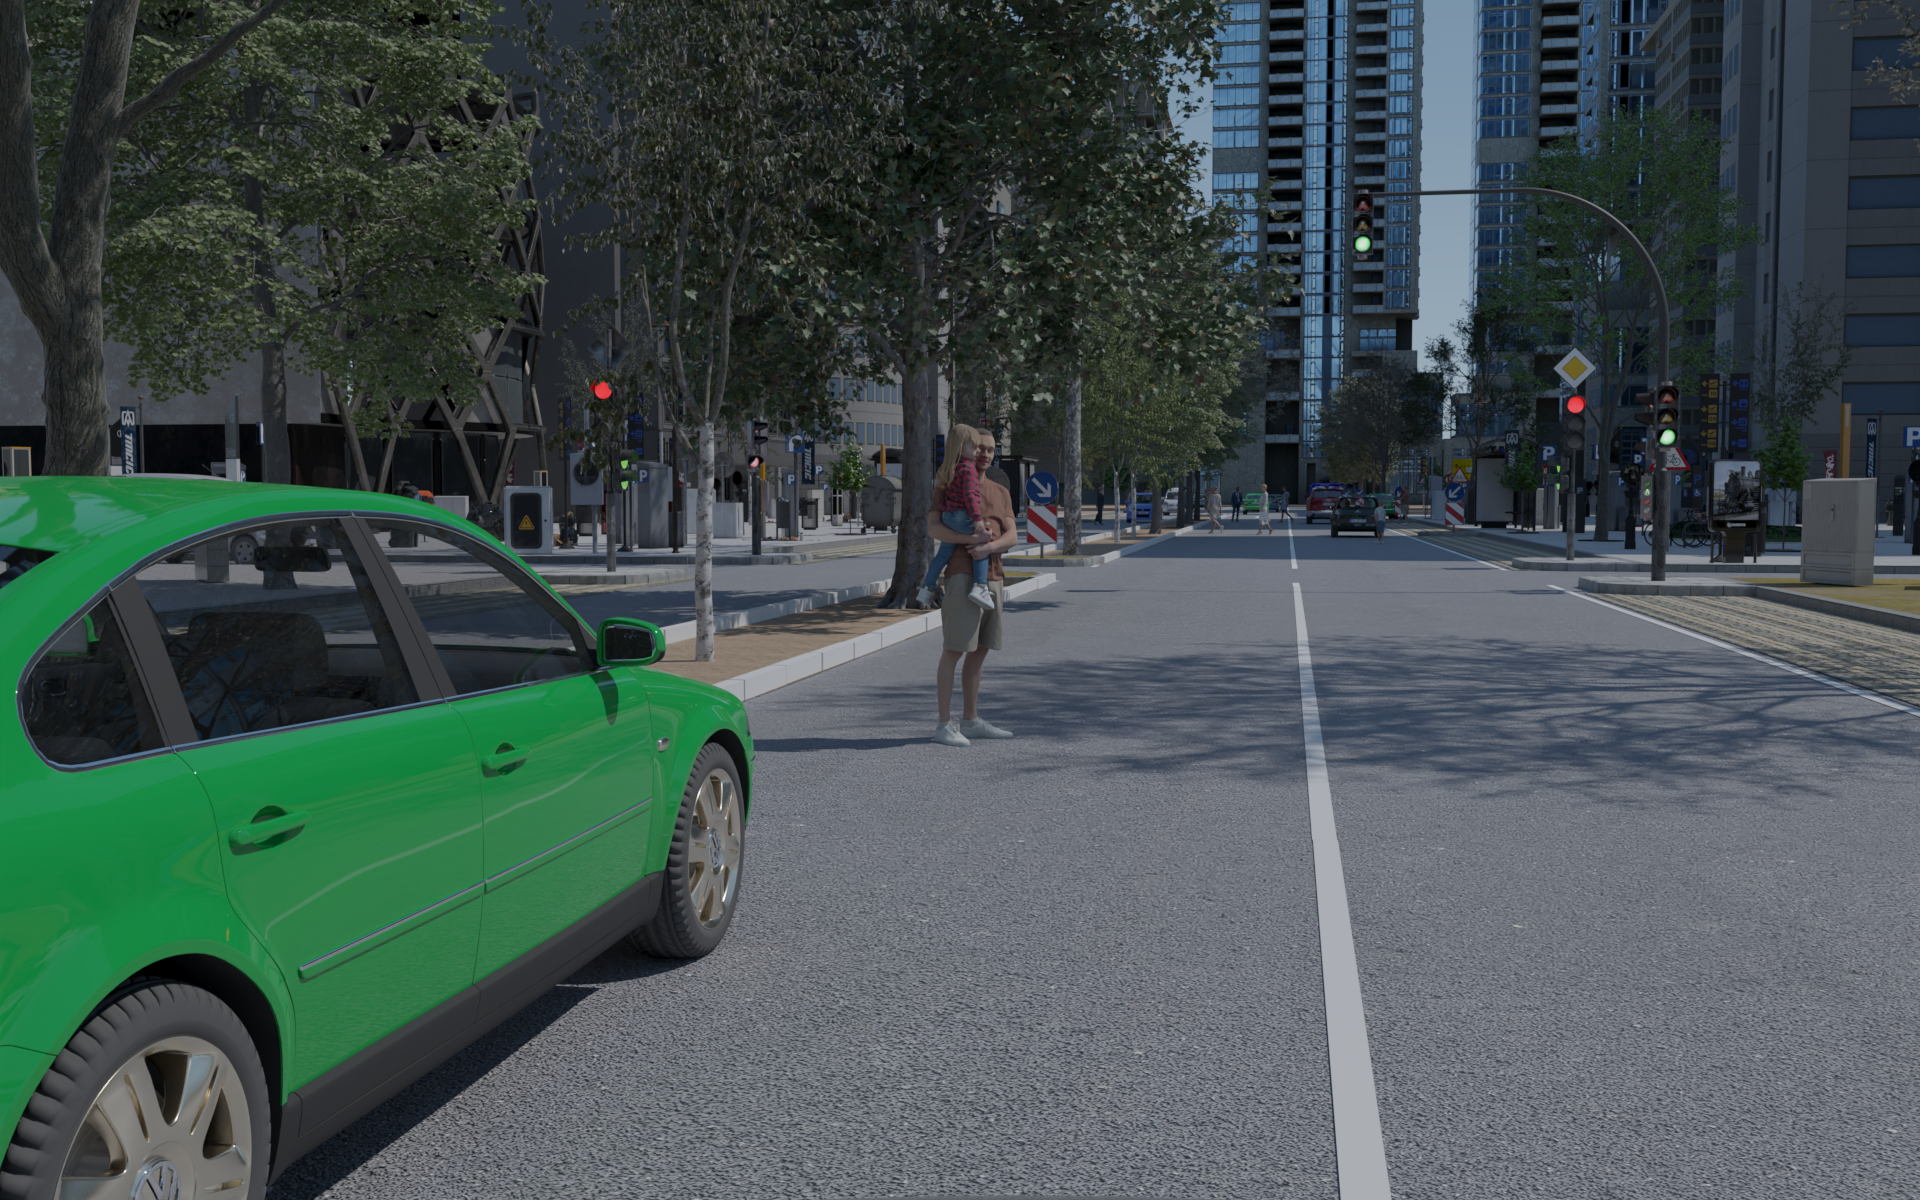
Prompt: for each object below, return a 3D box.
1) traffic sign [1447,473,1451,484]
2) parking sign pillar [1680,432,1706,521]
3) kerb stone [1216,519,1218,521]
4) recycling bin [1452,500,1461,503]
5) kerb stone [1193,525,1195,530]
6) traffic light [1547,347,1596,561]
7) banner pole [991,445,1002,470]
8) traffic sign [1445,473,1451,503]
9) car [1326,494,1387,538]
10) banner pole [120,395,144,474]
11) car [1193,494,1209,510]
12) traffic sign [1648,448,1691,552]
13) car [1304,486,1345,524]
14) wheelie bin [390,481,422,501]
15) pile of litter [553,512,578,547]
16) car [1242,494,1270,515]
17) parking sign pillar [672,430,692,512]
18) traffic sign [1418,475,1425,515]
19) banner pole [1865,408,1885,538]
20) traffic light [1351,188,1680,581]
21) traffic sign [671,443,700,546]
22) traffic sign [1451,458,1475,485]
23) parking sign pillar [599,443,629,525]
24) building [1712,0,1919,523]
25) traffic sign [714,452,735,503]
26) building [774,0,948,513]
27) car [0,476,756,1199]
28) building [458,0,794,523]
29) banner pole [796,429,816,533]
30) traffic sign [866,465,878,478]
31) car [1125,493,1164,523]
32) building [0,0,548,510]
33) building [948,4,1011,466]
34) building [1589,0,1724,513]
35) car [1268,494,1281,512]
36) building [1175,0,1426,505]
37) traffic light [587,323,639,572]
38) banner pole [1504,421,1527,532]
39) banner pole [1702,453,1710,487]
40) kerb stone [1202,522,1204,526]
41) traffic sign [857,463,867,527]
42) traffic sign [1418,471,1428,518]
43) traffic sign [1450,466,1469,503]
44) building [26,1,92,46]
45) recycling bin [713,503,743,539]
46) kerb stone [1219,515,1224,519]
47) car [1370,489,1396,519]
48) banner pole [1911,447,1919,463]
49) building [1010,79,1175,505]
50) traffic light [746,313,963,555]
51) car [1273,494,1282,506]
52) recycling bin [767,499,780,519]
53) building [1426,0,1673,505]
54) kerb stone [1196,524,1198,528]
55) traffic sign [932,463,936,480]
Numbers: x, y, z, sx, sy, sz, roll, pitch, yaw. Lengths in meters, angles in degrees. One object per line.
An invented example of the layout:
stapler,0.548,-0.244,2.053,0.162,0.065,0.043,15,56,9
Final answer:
traffic sign,28.593,-6.129,100.309,0.768,2.556,0.104,1,4,18
parking sign pillar,31.582,-5.285,74.889,1.447,3.967,1.447,0,4,-4
kerb stone,13.267,-4.185,90.617,0.120,0.150,1.000,1,4,11
recycling bin,29.492,-5.480,102.152,0.722,1.027,0.722,2,4,34
kerb stone,9.081,-2.825,68.414,0.120,0.150,1.000,1,4,11
traffic light,11.770,-2.717,33.343,0.839,4.253,0.868,1,4,11
banner pole,1.474,-5.339,77.306,0.863,3.779,0.401,1,4,8
traffic sign,29.684,-6.406,104.838,0.768,2.556,0.104,1,4,13
car,13.361,-2.968,58.319,2.009,1.686,4.222,1,4,12
banner pole,-20.826,-3.285,43.720,0.401,3.779,0.863,2,4,24
car,21.814,-8.912,157.516,2.131,1.459,4.920,1,4,12
traffic sign,15.759,-2.355,38.507,0.884,2.594,0.081,1,4,15
car,17.806,-4.602,83.908,2.281,1.827,5.304,1,4,11
wheelie bin,-13.329,-2.060,41.587,0.693,1.594,0.980,0,4,1
pile of litter,-10.007,-1.776,43.003,1.176,0.858,1.719,0,4,4
car,20.739,-6.878,121.258,1.959,1.807,4.718,1,4,11
parking sign pillar,-11.764,-5.189,73.311,1.447,3.967,1.447,1,4,10
traffic sign,28.635,-6.533,106.926,0.768,2.556,0.104,1,4,14
banner pole,26.640,-3.698,50.483,0.863,3.779,0.401,-2,4,-29
traffic light,8.219,-3.124,25.742,4.771,5.953,1.251,1,4,11
traffic sign,-6.761,-2.600,42.618,0.768,2.556,0.104,1,4,13
traffic sign,28.947,-6.365,97.946,2.265,3.308,0.079,1,4,13
parking sign pillar,-14.452,-5.155,72.762,1.447,3.967,1.447,0,4,-4
building,50.203,-33.353,87.318,21.231,58.520,28.212,1,4,11
traffic sign,-7.125,-3.179,52.077,0.768,2.556,0.104,1,4,18
building,-13.887,-35.841,127.999,21.231,58.520,28.212,1,4,11
car,-1.863,0.284,4.158,1.959,1.807,4.718,1,4,11
building,-18.192,-17.996,87.734,14.314,27.812,24.014,1,4,11
banner pole,-5.107,-4.069,56.552,0.863,3.779,0.401,1,4,16
traffic sign,-3.925,-4.562,74.699,0.768,2.556,0.104,1,4,14
car,9.324,-4.760,87.413,1.945,1.707,3.694,1,4,9
building,-23.991,-11.902,62.045,16.820,18.784,16.811,1,4,11
building,-7.186,-33.131,165.400,21.600,48.544,21.300,1,4,11
building,61.862,-26.153,119.483,32.217,40.220,23.993,1,4,11
car,24.712,-7.761,138.890,2.014,1.417,4.499,1,4,9
building,42.980,-55.034,212.476,31.000,86.520,22.319,1,4,11
traffic light,-5.742,-2.420,28.489,0.839,4.253,0.868,1,4,11
banner pole,19.109,-4.250,59.498,0.863,3.779,0.401,2,4,28
banner pole,33.546,-5.391,78.153,0.863,3.779,0.401,0,4,-2
kerb stone,10.419,-3.258,75.488,0.120,0.150,1.000,1,4,11
traffic sign,-4.023,-4.178,68.414,0.768,2.556,0.104,1,4,17
traffic sign,25.357,-5.769,94.335,0.884,2.594,0.081,1,4,11
traffic sign,23.380,-4.961,81.120,0.884,2.594,0.081,1,4,11
building,-53.775,-16.155,68.653,34.151,26.468,19.350,1,4,11
recycling bin,-6.727,-2.305,50.247,0.722,1.027,0.722,1,4,9
kerb stone,14.791,-4.677,98.671,0.120,0.150,1.000,1,4,11
car,23.923,-5.503,98.766,1.959,1.807,4.718,1,4,9
banner pole,37.198,-4.723,67.233,0.401,3.779,0.863,-1,4,-11
building,14.832,-38.705,222.063,27.495,52.752,28.713,1,4,11
traffic light,-2.191,-3.750,35.984,4.771,5.953,1.251,1,4,11
car,32.480,-10.182,178.276,2.131,1.459,4.920,1,4,12
recycling bin,-9.643,-4.774,90.607,0.722,1.027,0.722,-2,4,-24
building,73.360,-54.656,206.301,31.000,86.520,22.319,1,4,11
kerb stone,9.471,-2.943,70.432,0.120,0.150,1.000,1,4,11
traffic sign,-1.290,-4.217,69.050,0.768,2.556,0.104,1,4,13
